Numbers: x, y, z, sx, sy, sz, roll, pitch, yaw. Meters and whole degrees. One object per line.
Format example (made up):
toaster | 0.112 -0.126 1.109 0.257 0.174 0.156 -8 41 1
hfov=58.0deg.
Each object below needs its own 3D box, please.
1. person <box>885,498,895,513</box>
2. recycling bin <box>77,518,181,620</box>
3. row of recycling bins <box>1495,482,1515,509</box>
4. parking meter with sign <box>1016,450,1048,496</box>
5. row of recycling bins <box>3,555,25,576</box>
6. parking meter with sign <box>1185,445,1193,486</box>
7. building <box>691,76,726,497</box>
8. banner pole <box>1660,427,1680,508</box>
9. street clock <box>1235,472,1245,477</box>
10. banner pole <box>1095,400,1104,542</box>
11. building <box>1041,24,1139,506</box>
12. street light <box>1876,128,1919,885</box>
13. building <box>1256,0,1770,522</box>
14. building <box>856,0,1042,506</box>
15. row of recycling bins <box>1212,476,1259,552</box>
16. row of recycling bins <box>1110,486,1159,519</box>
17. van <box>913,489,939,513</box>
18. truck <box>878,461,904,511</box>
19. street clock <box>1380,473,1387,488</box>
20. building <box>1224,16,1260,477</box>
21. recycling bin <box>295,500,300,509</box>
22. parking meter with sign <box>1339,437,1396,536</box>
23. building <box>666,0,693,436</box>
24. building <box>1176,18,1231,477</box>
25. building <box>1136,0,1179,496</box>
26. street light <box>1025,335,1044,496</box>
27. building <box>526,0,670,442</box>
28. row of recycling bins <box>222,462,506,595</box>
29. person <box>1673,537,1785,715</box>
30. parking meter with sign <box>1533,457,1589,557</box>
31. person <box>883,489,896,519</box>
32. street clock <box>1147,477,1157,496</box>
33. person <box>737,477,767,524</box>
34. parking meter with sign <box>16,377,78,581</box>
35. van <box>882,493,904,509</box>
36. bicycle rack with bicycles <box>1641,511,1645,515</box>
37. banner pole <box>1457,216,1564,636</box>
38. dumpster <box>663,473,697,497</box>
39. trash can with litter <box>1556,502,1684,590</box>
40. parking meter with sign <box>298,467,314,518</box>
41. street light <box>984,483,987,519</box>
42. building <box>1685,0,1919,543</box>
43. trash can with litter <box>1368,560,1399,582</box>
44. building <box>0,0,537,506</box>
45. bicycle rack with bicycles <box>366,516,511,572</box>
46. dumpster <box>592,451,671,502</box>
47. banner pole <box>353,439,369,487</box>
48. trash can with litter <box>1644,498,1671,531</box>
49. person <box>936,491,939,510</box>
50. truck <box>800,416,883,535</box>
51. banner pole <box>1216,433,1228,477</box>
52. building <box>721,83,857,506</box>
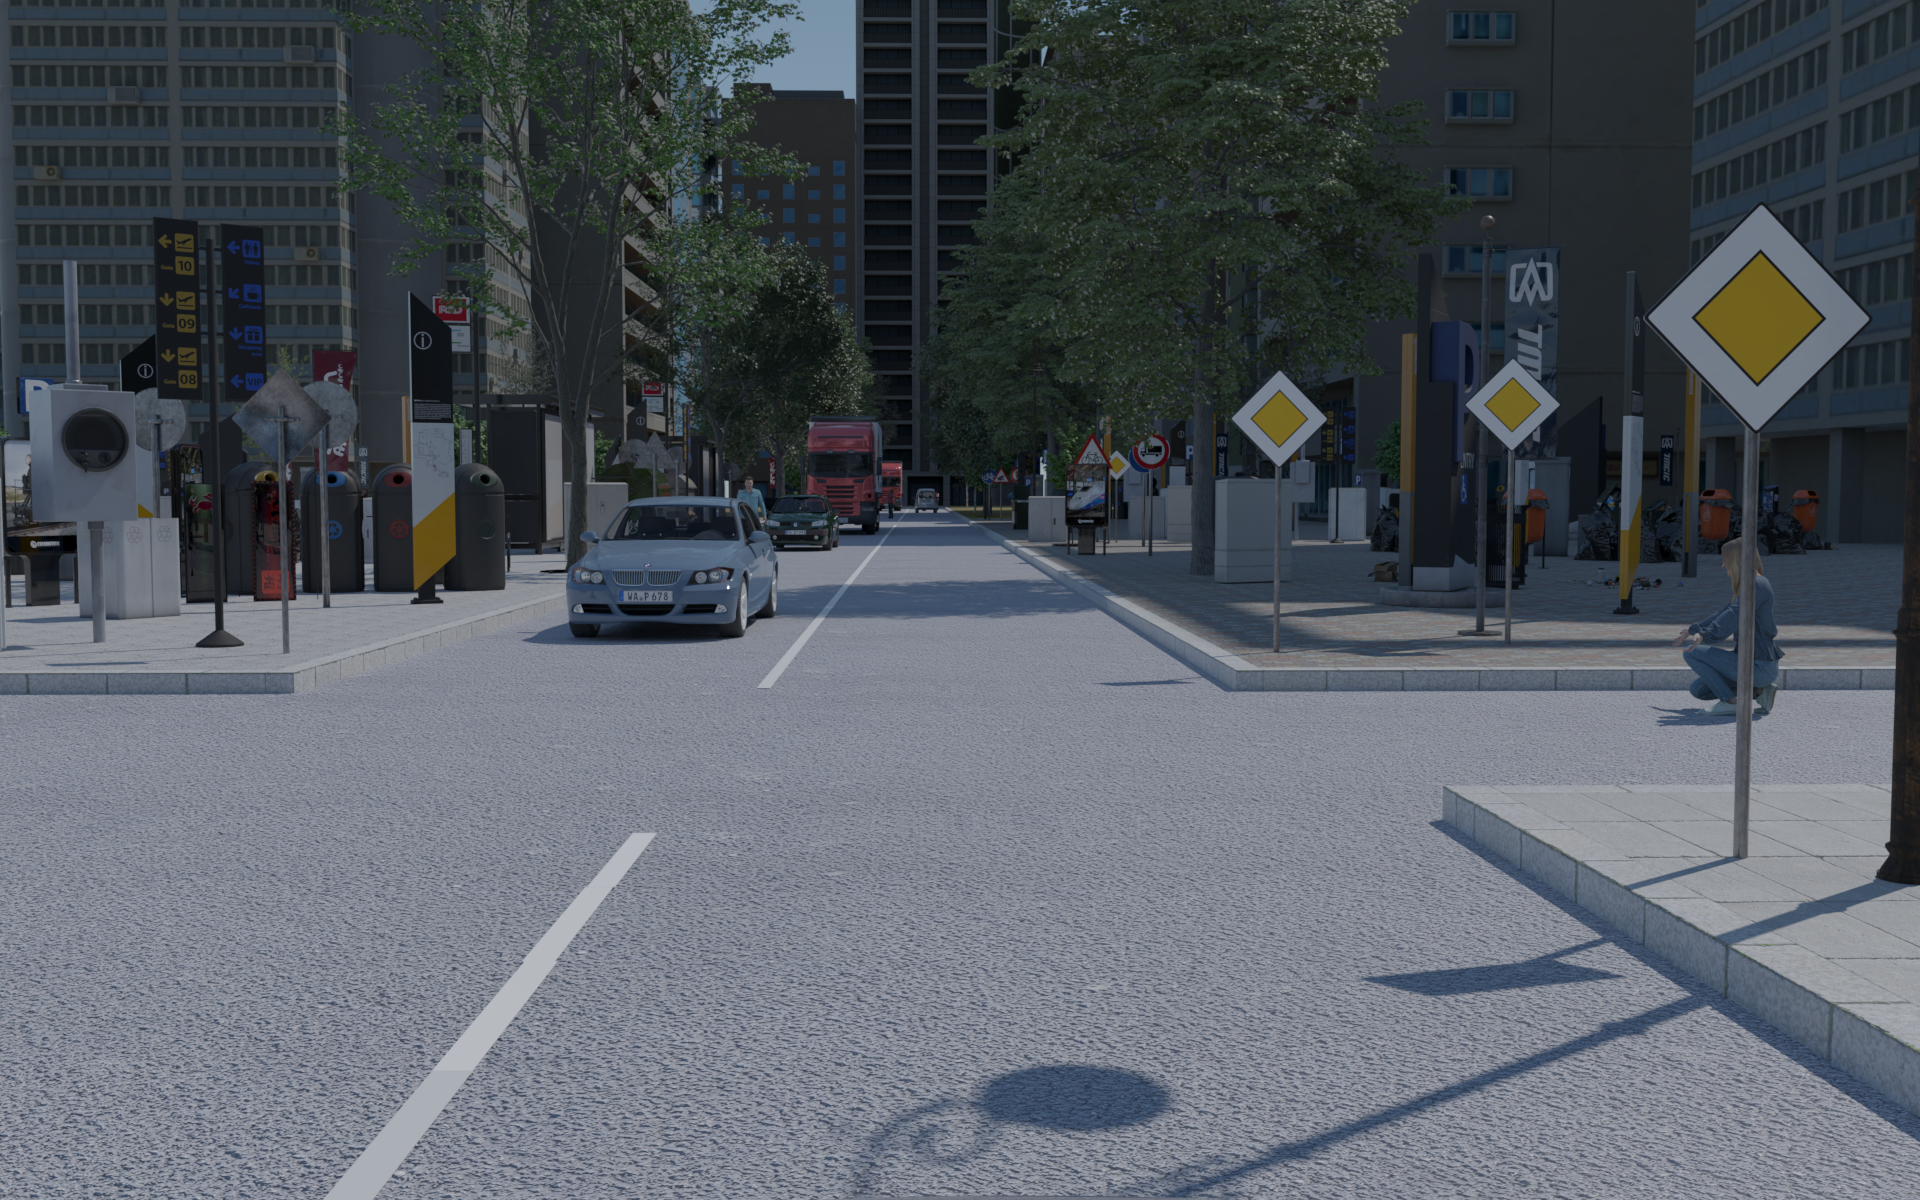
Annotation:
person | -5.303 -7.339 131.721 0.991 1.433 0.599 0 4 5
recycling bin | -8.678 -0.339 18.091 0.722 1.027 0.722 2 4 29
row of recycling bins | 19.379 -3.233 59.964 1.069 1.692 3.534 0 4 3
parking meter with sign | 2.854 -4.342 67.260 1.738 3.016 0.543 -3 5 -44
row of recycling bins | -15.264 -1.166 26.180 1.069 1.692 3.534 0 4 0
parking meter with sign | 8.541 -3.923 60.406 0.543 3.016 1.738 -2 4 -33
building | -41.095 -35.354 197.640 30.456 49.044 23.786 0 4 -1
banner pole | 26.529 -4.564 64.636 0.863 3.779 0.401 0 4 6
street clock | 9.193 -3.203 56.946 0.358 2.002 0.471 -1 4 -8
banner pole | 3.730 -3.434 46.165 0.401 3.779 0.863 1 4 19
building | 23.040 -37.376 200.343 27.495 52.752 28.713 0 4 -1
street light | 3.153 -2.006 5.589 0.468 5.910 1.993 0 4 -1
building | 26.236 -27.802 78.261 21.300 48.544 21.600 0 4 -1
building | -1.131 -46.344 195.980 20.611 71.187 20.563 0 4 -1
row of recycling bins | 6.382 -2.004 39.882 1.069 1.692 3.534 2 4 24
row of recycling bins | 8.572 -4.974 88.438 3.534 1.692 1.069 2 4 35
van | -2.593 -7.660 132.252 2.013 2.044 4.112 0 4 -2
truck | -6.184 -9.729 147.984 2.839 4.237 11.283 0 4 -2
street clock | 14.805 -3.425 60.563 0.358 2.002 0.471 1 4 16
building | 22.528 -20.196 101.899 14.160 30.474 14.107 0 4 -1
recycling bin | -27.315 -3.662 72.424 0.722 1.027 0.722 0 4 2
parking meter with sign | 12.547 -3.484 53.219 1.738 3.016 0.543 -1 4 -19
building | -30.163 -30.145 142.988 14.200 45.320 14.600 0 4 -1
building | 22.495 -28.469 115.576 14.600 45.320 14.200 0 4 -1
building | 24.633 -36.380 136.819 21.231 58.520 28.212 0 4 -1
street light | 2.175 -4.759 50.591 0.468 5.910 1.993 0 4 -1
building | -32.900 -30.513 122.588 21.300 48.544 21.600 0 4 -1
row of recycling bins | -7.828 -0.960 22.809 3.534 1.692 1.069 -1 4 -19
person | 4.942 0.168 11.254 0.738 1.151 1.012 2 4 32
parking meter with sign | 12.168 -2.403 35.546 1.738 3.016 0.543 1 4 22
person | -4.125 -5.648 101.566 0.721 1.743 1.217 -3 4 -38
street clock | 8.027 -4.178 72.872 0.471 2.002 0.358 -1 4 -13
person | -4.684 -1.852 38.798 0.660 1.820 0.620 -1 4 -19
parking meter with sign | -13.144 -1.795 25.614 1.738 3.016 0.543 2 4 31
van | -6.434 -9.773 164.170 2.240 2.365 5.245 0 4 -1
bicycle rack with bicycles | 20.118 -2.454 53.497 2.925 0.926 2.852 2 4 28
banner pole | 4.955 -1.564 15.589 0.863 3.779 0.401 2 4 25
dumpster | -7.932 -2.549 47.431 1.264 1.857 1.865 0 4 -1
trash can with litter | 9.237 -0.805 24.214 1.678 1.210 2.233 1 4 18
parking meter with sign | -18.312 -3.238 49.196 1.738 3.016 0.543 0 4 5
street light | 1.292 -7.056 88.147 0.468 5.910 1.993 0 4 -1
building | 34.119 -21.452 42.627 23.993 40.220 32.217 0 4 -1
trash can with litter | 6.469 -0.843 25.169 1.055 1.170 0.624 2 4 29
building | -38.468 -24.950 99.813 32.217 40.220 23.993 0 4 -1
bicycle rack with bicycles | -8.589 -0.950 28.921 2.852 0.926 2.925 -1 4 -13
dumpster | -7.312 -2.207 38.571 1.502 2.255 1.985 0 4 -1
banner pole | -27.100 -5.399 78.292 0.863 3.779 0.401 0 4 8
trash can with litter | 17.995 -2.069 45.223 1.055 1.170 0.624 -1 4 -11
person | -2.051 -8.624 150.203 0.721 1.736 1.217 0 4 -6
truck | -4.235 -4.622 64.477 2.839 4.237 11.283 0 4 -1
banner pole | 9.334 -4.446 62.711 0.863 3.779 0.401 -1 4 -23
building | -18.439 -33.161 192.292 14.200 45.320 14.600 0 4 -1
